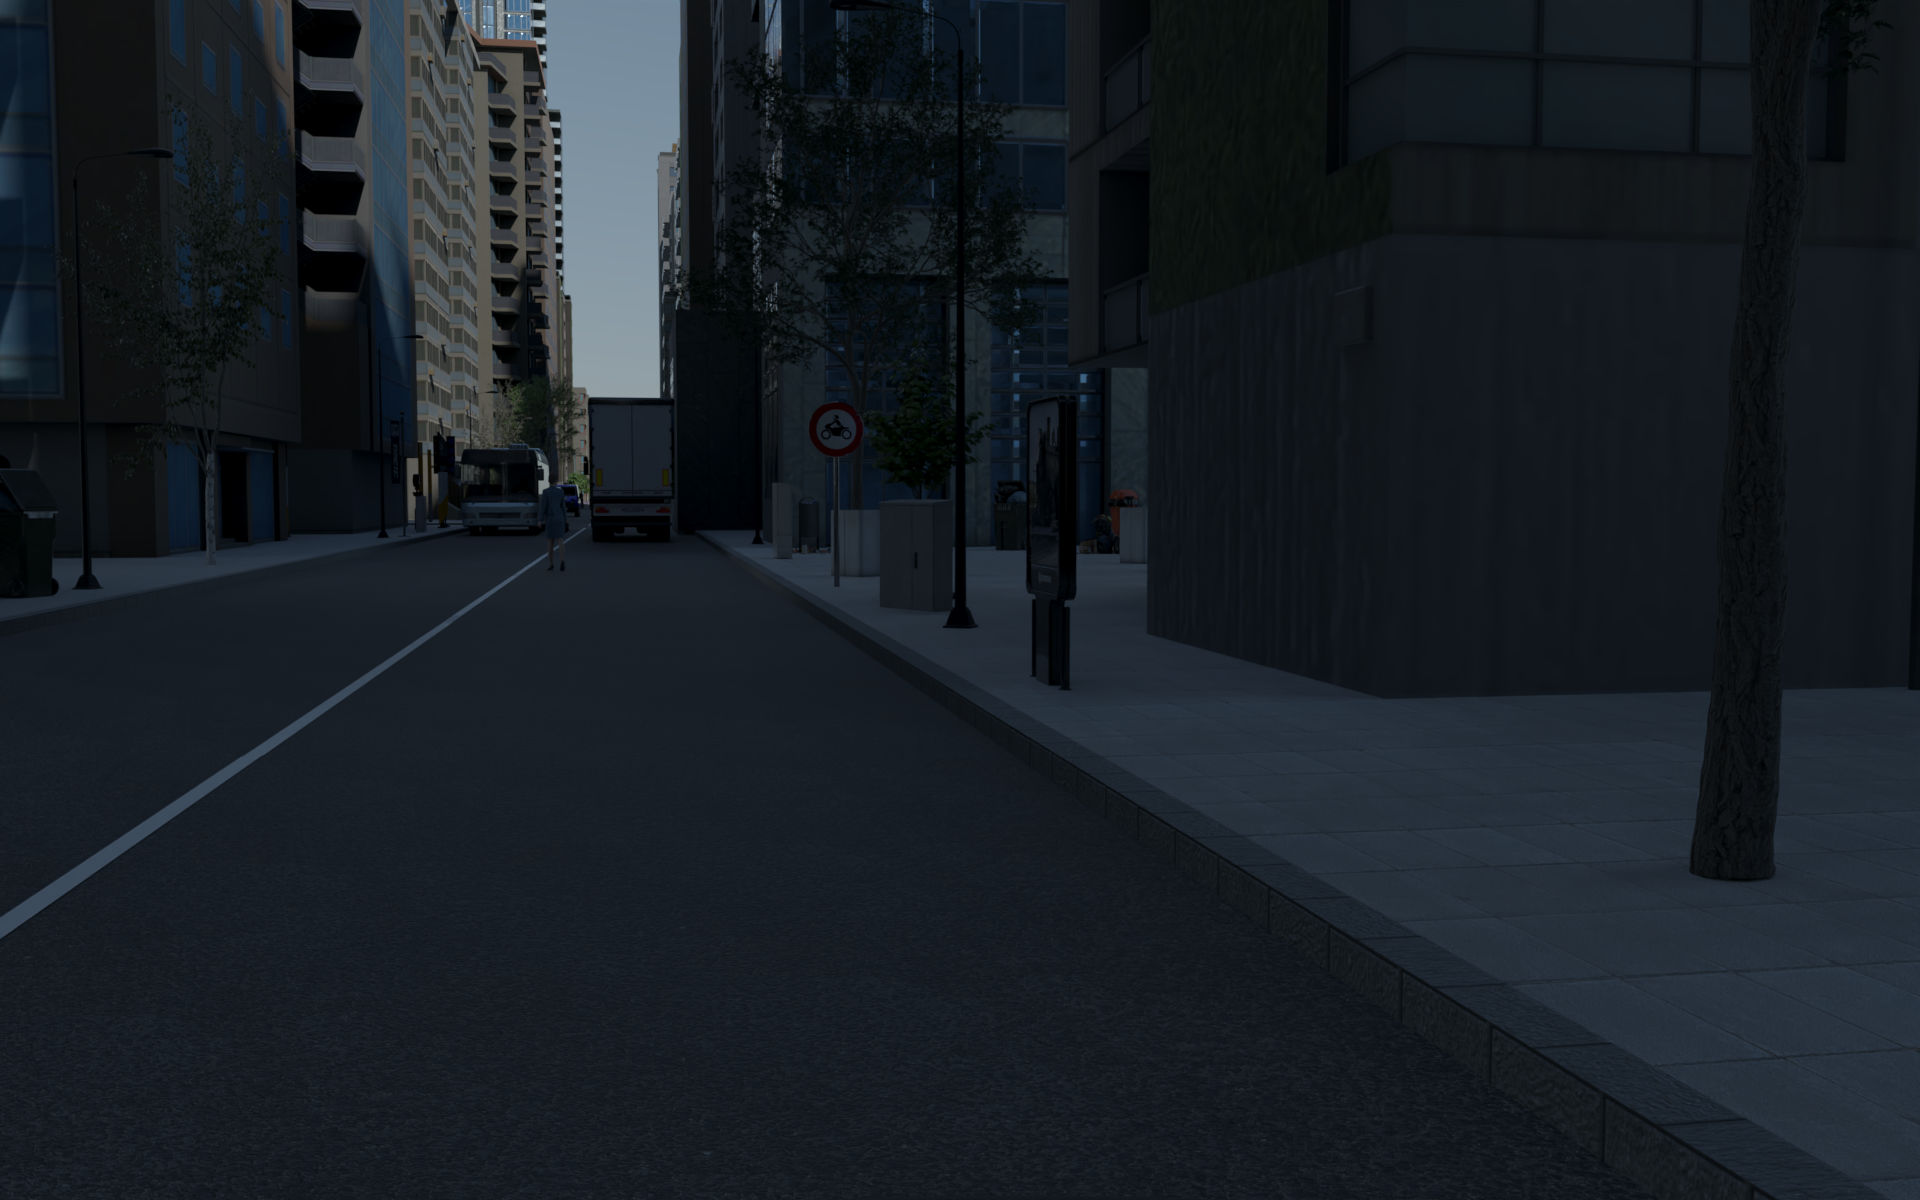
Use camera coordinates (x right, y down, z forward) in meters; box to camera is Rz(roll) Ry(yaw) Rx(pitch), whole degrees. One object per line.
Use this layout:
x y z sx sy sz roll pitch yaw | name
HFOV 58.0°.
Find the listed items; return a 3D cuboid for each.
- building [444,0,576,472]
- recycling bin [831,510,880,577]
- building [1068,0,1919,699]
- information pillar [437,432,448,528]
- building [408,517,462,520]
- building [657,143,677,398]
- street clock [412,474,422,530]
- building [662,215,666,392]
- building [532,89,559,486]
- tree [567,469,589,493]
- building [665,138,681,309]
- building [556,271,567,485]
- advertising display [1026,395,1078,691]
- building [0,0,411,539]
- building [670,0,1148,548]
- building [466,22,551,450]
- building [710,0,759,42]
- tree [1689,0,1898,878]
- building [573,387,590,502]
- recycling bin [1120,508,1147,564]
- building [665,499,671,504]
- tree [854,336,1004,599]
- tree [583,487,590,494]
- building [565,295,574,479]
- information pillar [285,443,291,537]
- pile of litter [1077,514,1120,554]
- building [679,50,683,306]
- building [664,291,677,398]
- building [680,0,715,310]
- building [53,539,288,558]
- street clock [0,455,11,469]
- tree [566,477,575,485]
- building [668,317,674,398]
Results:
-69.547 -57.982 260.681 22.319 86.520 31.000 -1 4 -11 | building
-1.540 -0.896 27.201 0.722 1.027 0.722 3 5 44 | recycling bin
8.297 -20.427 17.579 14.154 41.232 14.086 -1 4 -11 | building
-19.469 -4.515 65.169 0.183 3.616 0.504 1 4 20 | information pillar
-39.855 -24.308 89.313 32.217 40.220 23.993 -1 4 -11 | building
-41.124 -46.239 298.005 21.231 58.520 28.212 -1 4 -11 | building
-19.507 -3.528 62.247 0.358 2.002 0.471 0 4 -8 | street clock
-34.869 -39.759 269.675 23.786 49.044 30.456 -1 4 -11 | building
-51.105 -32.729 185.229 14.600 45.320 14.200 -1 4 -11 | building
-49.820 -14.817 225.968 4.285 4.588 4.351 0 3 0 | tree
-23.627 -36.348 213.899 23.786 49.044 30.456 -1 4 -11 | building
-56.646 -27.065 214.209 14.160 30.474 14.107 -1 4 -11 | building
0.611 -0.397 11.709 0.123 1.923 0.974 -1 4 -11 | advertising display
-27.284 -25.051 59.691 14.200 45.320 14.600 -1 4 -11 | building
1.985 -45.421 55.303 22.319 86.520 31.000 -1 4 -11 | building
-50.466 -31.124 163.498 22.147 44.769 28.867 -1 4 -11 | building
-5.297 -24.746 88.190 14.086 41.232 14.154 -1 4 -11 | building
2.956 -4.351 5.543 7.601 10.594 8.767 0 4 -5 | tree
-76.774 -27.328 291.848 27.650 21.520 28.899 -1 4 -11 | building
3.458 -1.202 32.211 0.722 1.027 0.722 -2 4 -34 | recycling bin
-7.984 -27.466 140.946 32.217 40.220 23.993 -1 4 -11 | building
-0.569 -1.640 21.417 1.663 3.219 1.824 0 3 0 | tree
-57.226 -16.535 264.943 1.663 3.219 1.824 0 3 0 | tree
-61.084 -28.663 240.337 14.160 30.474 14.107 -1 4 -11 | building
-20.187 -3.680 51.522 0.183 3.616 0.504 1 4 17 | information pillar
3.067 -1.429 37.330 1.719 0.858 1.176 1 4 17 | pile of litter
-19.106 -29.290 162.486 14.154 41.232 14.086 -1 4 -11 | building
-35.144 -29.105 247.564 14.160 30.474 14.107 -1 4 -11 | building
-10.363 -28.074 109.117 14.600 45.320 14.200 -1 4 -11 | building
-23.845 -23.777 38.864 14.600 45.320 14.200 -1 4 -11 | building
-17.477 -1.641 31.408 0.471 2.002 0.358 -3 5 -41 | street clock
-44.795 -12.518 199.274 1.663 3.219 1.824 0 3 0 | tree
-16.915 -20.828 185.584 27.650 21.520 28.899 -1 4 -11 | building
